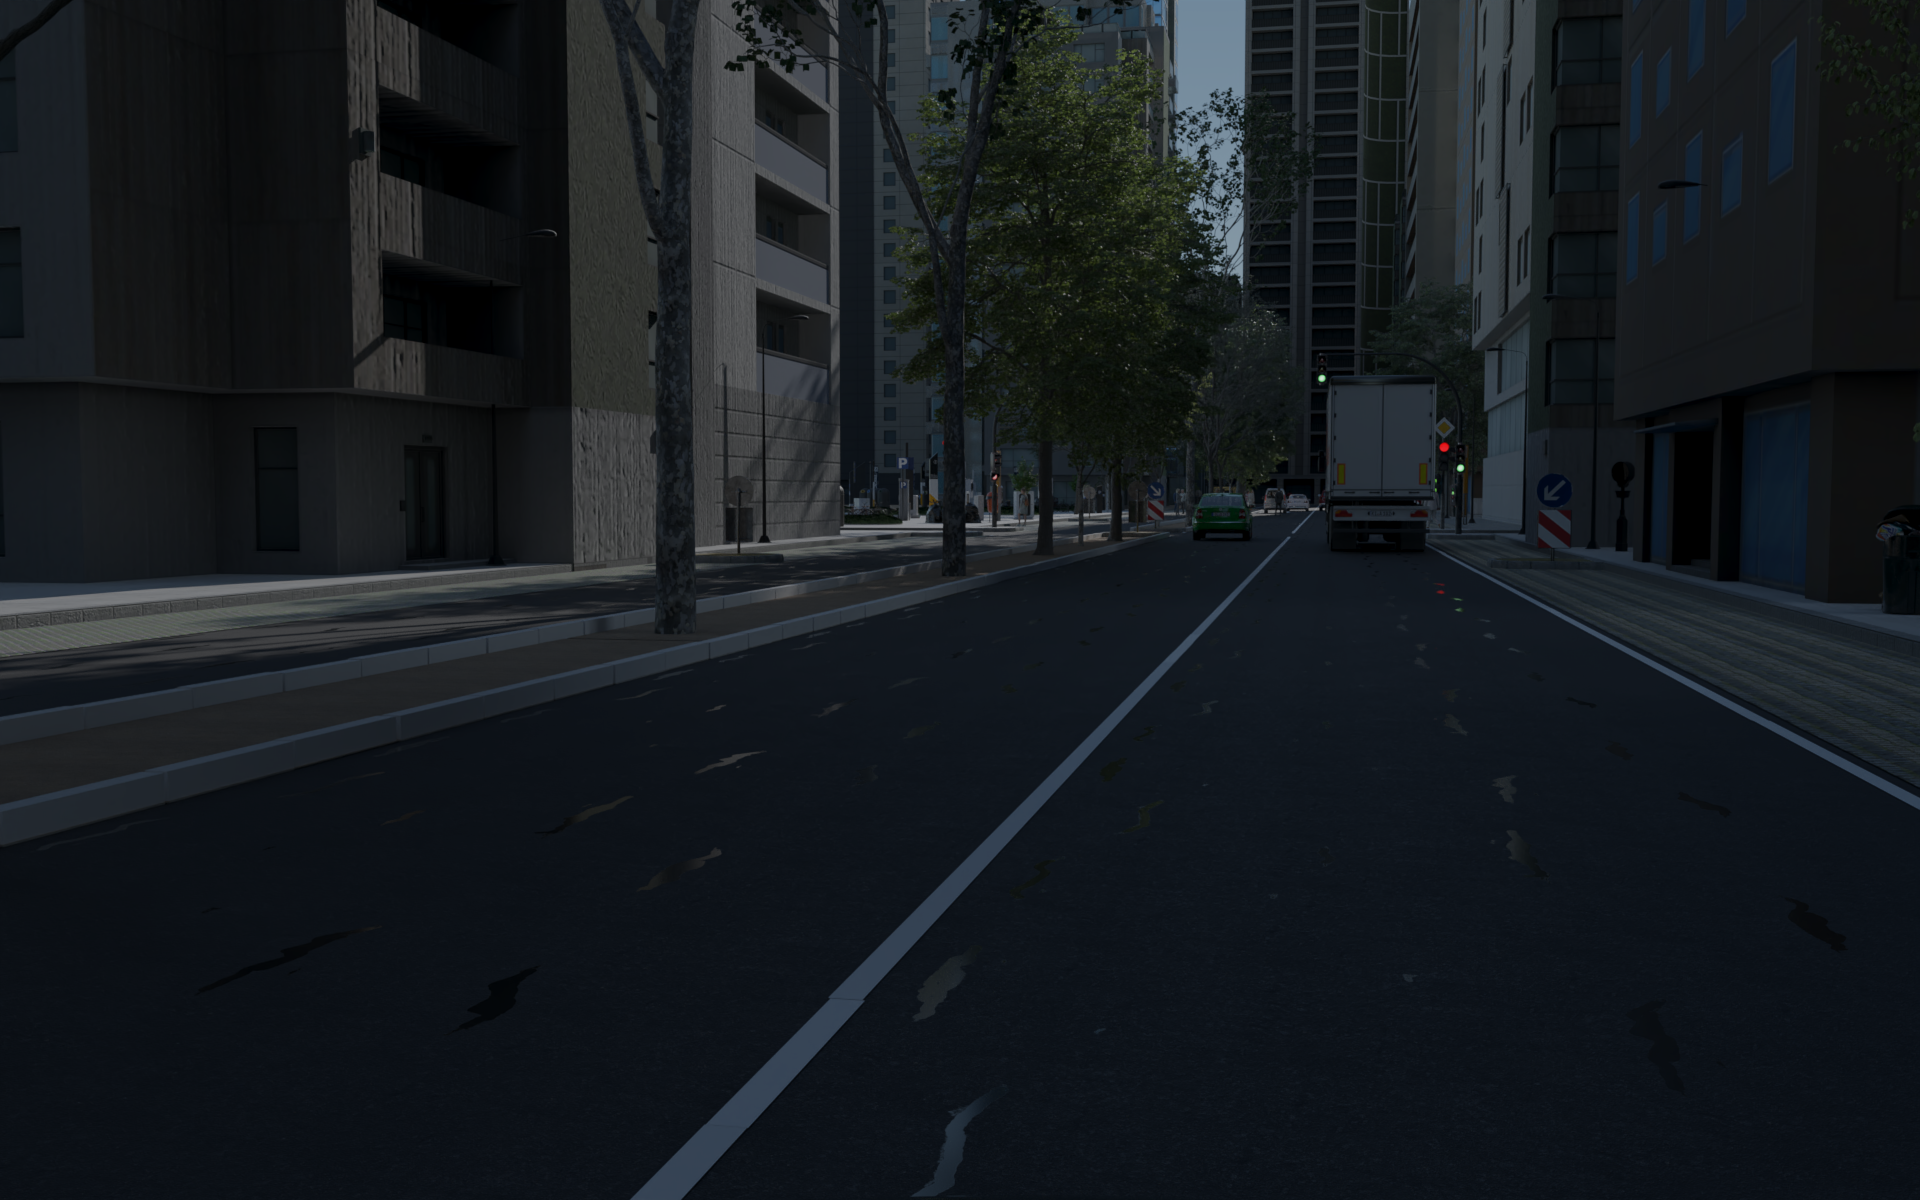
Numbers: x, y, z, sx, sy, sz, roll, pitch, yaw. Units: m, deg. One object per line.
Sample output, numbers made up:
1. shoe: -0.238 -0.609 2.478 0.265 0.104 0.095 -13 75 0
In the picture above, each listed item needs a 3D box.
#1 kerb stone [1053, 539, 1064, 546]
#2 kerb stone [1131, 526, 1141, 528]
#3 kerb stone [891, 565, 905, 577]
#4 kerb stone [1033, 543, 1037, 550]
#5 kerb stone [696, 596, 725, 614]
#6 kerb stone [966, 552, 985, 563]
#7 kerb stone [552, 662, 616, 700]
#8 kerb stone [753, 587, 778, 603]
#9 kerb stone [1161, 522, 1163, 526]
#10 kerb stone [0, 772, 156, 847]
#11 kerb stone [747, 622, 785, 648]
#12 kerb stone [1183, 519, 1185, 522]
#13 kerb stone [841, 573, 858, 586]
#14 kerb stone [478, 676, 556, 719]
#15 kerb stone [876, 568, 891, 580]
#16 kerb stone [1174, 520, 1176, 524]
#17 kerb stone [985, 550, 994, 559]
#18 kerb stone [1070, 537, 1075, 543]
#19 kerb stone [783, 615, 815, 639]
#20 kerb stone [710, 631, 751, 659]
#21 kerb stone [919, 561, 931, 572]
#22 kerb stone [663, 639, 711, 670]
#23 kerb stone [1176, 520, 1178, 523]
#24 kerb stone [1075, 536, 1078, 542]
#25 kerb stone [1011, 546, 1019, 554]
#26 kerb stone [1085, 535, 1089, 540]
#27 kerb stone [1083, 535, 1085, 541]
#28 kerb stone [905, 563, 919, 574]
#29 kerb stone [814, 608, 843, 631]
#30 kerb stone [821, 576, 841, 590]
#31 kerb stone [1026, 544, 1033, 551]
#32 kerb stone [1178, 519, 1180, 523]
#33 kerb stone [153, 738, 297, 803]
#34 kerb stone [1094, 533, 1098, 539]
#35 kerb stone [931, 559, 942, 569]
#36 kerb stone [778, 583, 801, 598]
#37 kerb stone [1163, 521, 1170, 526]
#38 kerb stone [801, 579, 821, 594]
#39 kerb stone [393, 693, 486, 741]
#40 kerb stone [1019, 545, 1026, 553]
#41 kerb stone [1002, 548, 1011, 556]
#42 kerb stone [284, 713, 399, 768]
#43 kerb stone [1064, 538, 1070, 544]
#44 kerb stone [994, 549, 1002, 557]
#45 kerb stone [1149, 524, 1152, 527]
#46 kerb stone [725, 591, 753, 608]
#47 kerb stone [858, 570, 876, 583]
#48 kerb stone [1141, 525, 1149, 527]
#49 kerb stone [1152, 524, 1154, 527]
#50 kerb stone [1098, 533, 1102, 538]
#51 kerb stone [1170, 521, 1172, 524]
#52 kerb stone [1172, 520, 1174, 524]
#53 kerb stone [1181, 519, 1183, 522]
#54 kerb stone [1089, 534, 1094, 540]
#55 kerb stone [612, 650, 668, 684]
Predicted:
1. kerb stone: 2.687 -1.583 48.073 0.120 0.150 1.000 1 4 12
2. kerb stone: 6.870 -2.780 67.646 0.120 0.150 1.000 1 4 12
3. kerb stone: -1.173 -0.479 30.031 0.120 0.150 1.000 1 4 12
4. kerb stone: 1.828 -1.337 44.066 0.120 0.150 1.000 1 4 12
5. kerb stone: -3.106 0.072 21.012 0.120 0.150 1.000 1 4 12
6. kerb stone: 0.333 -0.907 37.050 0.120 0.150 1.000 1 4 12
7. kerb stone: -2.768 0.593 12.532 0.120 0.150 1.000 1 4 12
8. kerb stone: -2.673 -0.051 23.022 0.120 0.150 1.000 1 4 12
9. kerb stone: 8.788 -3.332 76.674 0.120 0.150 1.000 1 4 12
10. kerb stone: -3.836 0.902 7.523 0.120 0.150 1.000 1 4 12
11. kerb stone: -1.909 0.350 16.545 0.120 0.150 1.000 1 4 12
12. kerb stone: 11.168 -4.001 87.703 0.120 0.150 1.000 1 4 12
13. kerb stone: -1.817 -0.290 27.032 0.120 0.150 1.000 1 4 12
14. kerb stone: -2.980 0.652 11.528 0.120 0.150 1.000 1 4 12
15. kerb stone: -1.384 -0.415 29.031 0.120 0.150 1.000 1 4 12
16. kerb stone: 10.093 -3.700 82.690 0.120 0.150 1.000 1 4 12
17. kerb stone: 0.544 -0.970 38.050 0.120 0.150 1.000 1 4 12
18. kerb stone: 3.114 -1.703 50.085 0.120 0.150 1.000 1 4 12
19. kerb stone: -1.695 0.284 17.544 0.120 0.150 1.000 1 4 12
20. kerb stone: -2.121 0.412 15.530 0.120 0.150 1.000 1 4 12
21. kerb stone: -0.751 -0.602 32.038 0.120 0.150 1.000 1 4 12
22. kerb stone: -2.340 0.469 14.530 0.120 0.150 1.000 1 4 12
23. kerb stone: 10.302 -3.761 83.691 0.120 0.150 1.000 1 4 12
24. kerb stone: 3.333 -1.765 51.083 0.120 0.150 1.000 1 4 12
25. kerb stone: 1.188 -1.150 41.054 0.120 0.150 1.000 1 4 12
26. kerb stone: 3.761 -1.890 53.094 0.120 0.150 1.000 1 4 12
27. kerb stone: 3.547 -1.828 52.088 0.120 0.150 1.000 1 4 12
28. kerb stone: -0.954 -0.541 31.036 0.120 0.150 1.000 1 4 12
29. kerb stone: -1.477 0.223 18.547 0.120 0.150 1.000 1 4 12
30. kerb stone: -2.030 -0.234 26.024 0.120 0.150 1.000 1 4 12
31. kerb stone: 1.614 -1.276 43.059 0.120 0.150 1.000 1 4 12
32. kerb stone: 10.516 -3.823 84.694 0.120 0.150 1.000 1 4 12
33. kerb stone: -3.622 0.837 8.522 0.120 0.150 1.000 1 4 12
34. kerb stone: 4.188 -2.013 55.101 0.120 0.150 1.000 1 4 12
35. kerb stone: -0.531 -0.664 33.048 0.120 0.150 1.000 1 4 12
36. kerb stone: -2.454 -0.112 24.025 0.120 0.150 1.000 1 4 12
37. kerb stone: 9.446 -3.516 79.678 0.120 0.150 1.000 1 4 12
38. kerb stone: -2.242 -0.173 25.025 0.120 0.150 1.000 1 4 12
39. kerb stone: -3.191 0.714 10.528 0.120 0.150 1.000 1 4 12
40. kerb stone: 1.399 -1.215 42.058 0.120 0.150 1.000 1 4 12
41. kerb stone: 0.969 -1.092 40.049 0.120 0.150 1.000 1 4 12
42. kerb stone: -3.417 0.775 9.523 0.120 0.150 1.000 1 4 12
43. kerb stone: 2.904 -1.644 49.074 0.120 0.150 1.000 1 4 12
44. kerb stone: 0.748 -1.031 39.051 0.120 0.150 1.000 1 4 12
45. kerb stone: 7.727 -3.025 71.655 0.120 0.150 1.000 1 4 12
46. kerb stone: -2.883 0.011 22.009 0.120 0.150 1.000 1 4 12
47. kerb stone: -1.595 -0.357 28.031 0.120 0.150 1.000 1 4 12
48. kerb stone: 7.515 -2.964 70.655 0.120 0.150 1.000 1 4 12
49. kerb stone: 7.942 -3.087 72.663 0.120 0.150 1.000 1 4 12
50. kerb stone: 4.407 -2.074 56.109 0.120 0.150 1.000 1 4 12
51. kerb stone: 9.658 -3.577 80.683 0.120 0.150 1.000 1 4 12
52. kerb stone: 9.870 -3.639 81.692 0.120 0.150 1.000 1 4 12
53. kerb stone: 10.944 -3.945 86.698 0.120 0.150 1.000 1 4 12
54. kerb stone: 3.972 -1.951 54.102 0.120 0.150 1.000 1 4 12
55. kerb stone: -2.548 0.530 13.530 0.120 0.150 1.000 1 4 12
